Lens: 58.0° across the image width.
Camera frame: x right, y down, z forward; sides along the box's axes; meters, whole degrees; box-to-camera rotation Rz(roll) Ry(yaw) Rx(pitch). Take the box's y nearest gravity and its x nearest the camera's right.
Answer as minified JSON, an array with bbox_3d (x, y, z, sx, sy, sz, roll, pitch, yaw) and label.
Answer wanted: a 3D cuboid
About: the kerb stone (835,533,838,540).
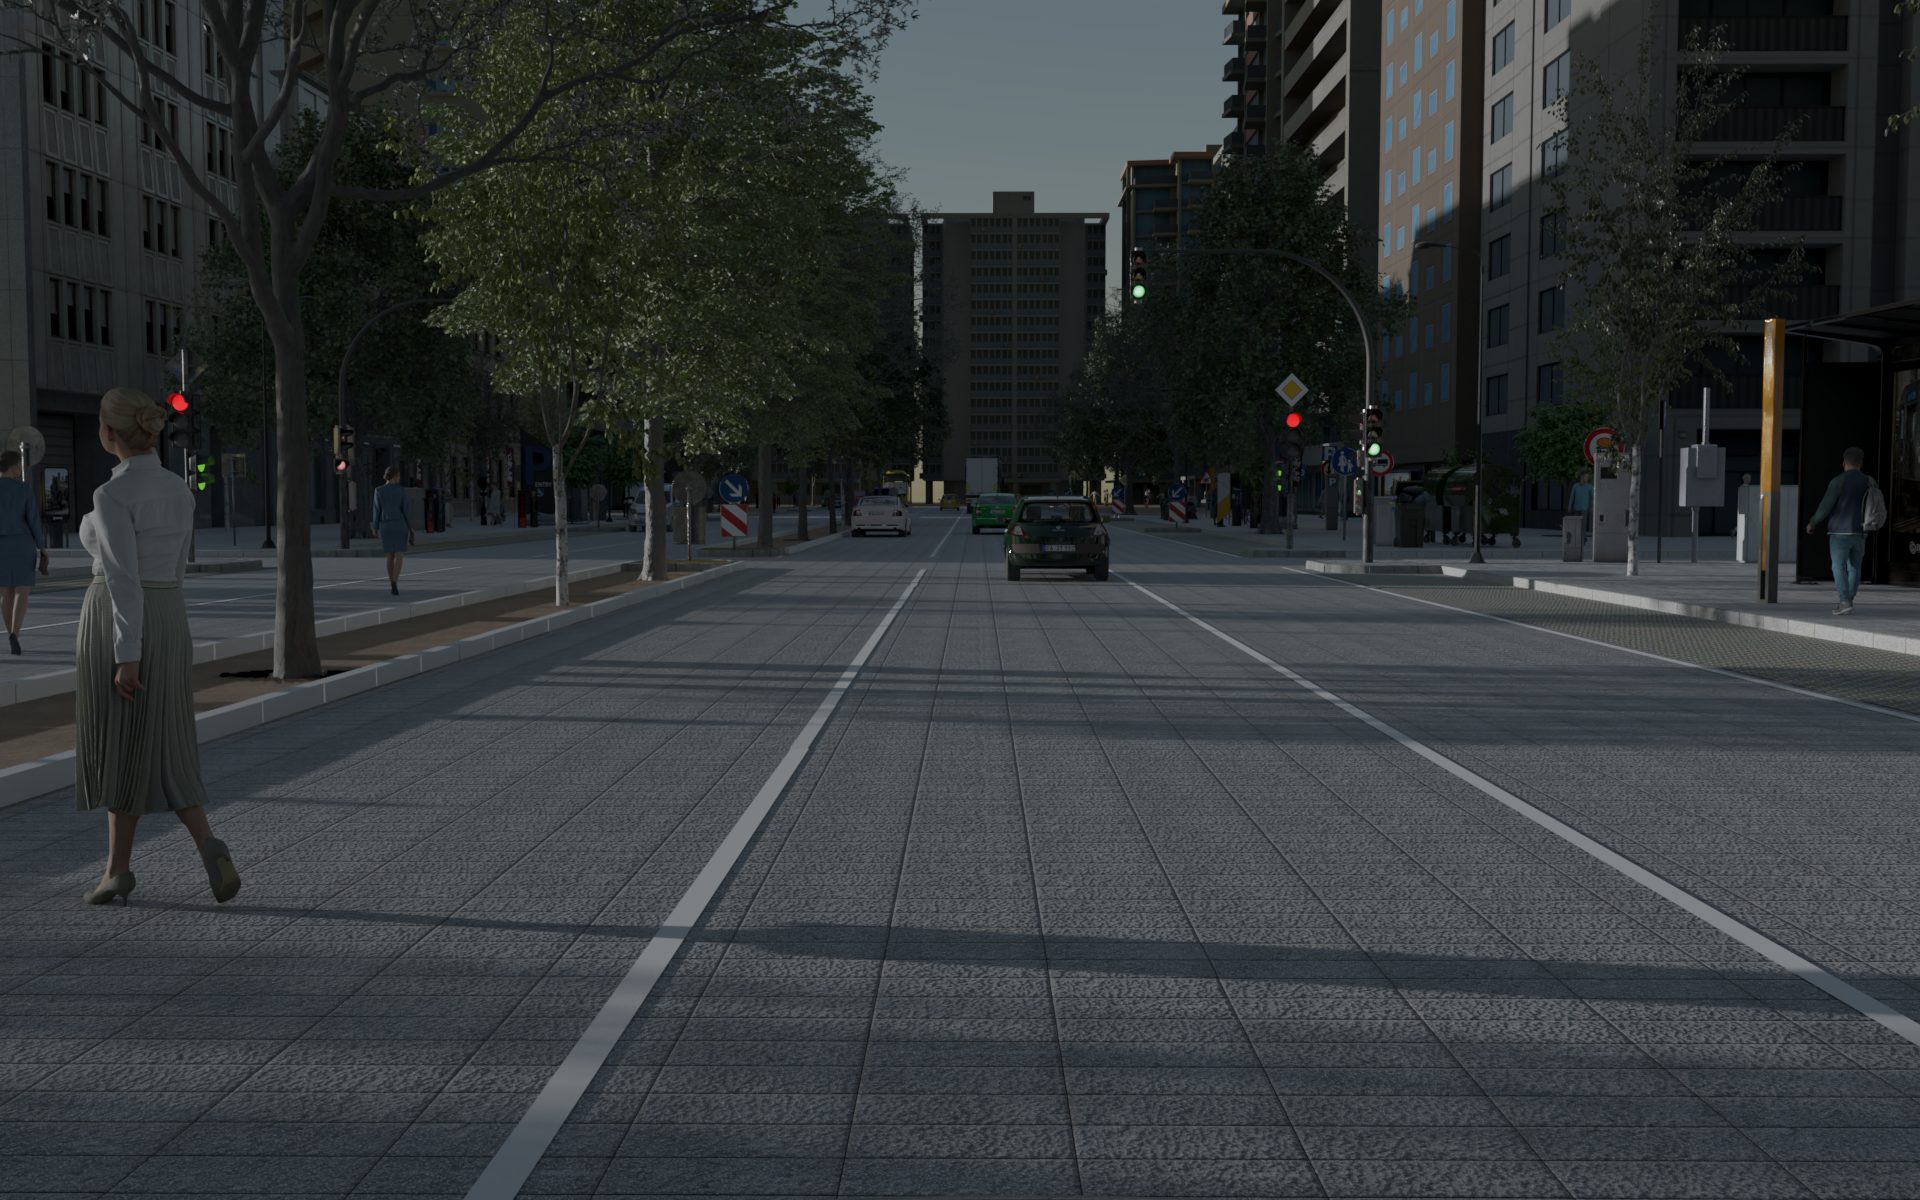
[{"bbox_3d":[-3.987,-1.937,53.864,0.120,0.150,1.000,0,4,1],"label":"kerb stone"}]

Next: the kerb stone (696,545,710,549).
[{"bbox_3d":[-6.195,-1.185,41.563,0.120,0.150,1.000,0,4,1],"label":"kerb stone"}]

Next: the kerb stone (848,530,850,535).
[{"bbox_3d":[-3.940,-2.251,59.001,0.120,0.150,1.000,0,4,1],"label":"kerb stone"}]

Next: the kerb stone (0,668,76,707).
[{"bbox_3d":[-6.473,0.608,12.282,0.120,0.150,1.000,0,4,1],"label":"kerb stone"}]

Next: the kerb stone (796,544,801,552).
[{"bbox_3d":[-4.091,-1.242,42.565,0.120,0.150,1.000,0,4,1],"label":"kerb stone"}]

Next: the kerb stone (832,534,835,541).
[{"bbox_3d":[-3.995,-1.871,52.837,0.120,0.150,1.000,0,4,1],"label":"kerb stone"}]

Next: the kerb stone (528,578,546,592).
[{"bbox_3d":[-6.344,-0.204,25.606,0.120,0.150,1.000,0,4,1],"label":"kerb stone"}]

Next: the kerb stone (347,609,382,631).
[{"bbox_3d":[-6.417,0.230,18.432,0.120,0.150,1.000,0,4,1],"label":"kerb stone"}]

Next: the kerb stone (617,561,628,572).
[{"bbox_3d":[-6.291,-0.584,31.746,0.120,0.150,1.000,0,4,1],"label":"kerb stone"}]

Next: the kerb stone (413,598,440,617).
[{"bbox_3d":[-6.394,0.105,20.485,0.120,0.150,1.000,0,4,1],"label":"kerb stone"}]

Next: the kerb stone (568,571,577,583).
[{"bbox_3d":[-6.327,-0.334,27.649,0.120,0.150,1.000,0,4,1],"label":"kerb stone"}]

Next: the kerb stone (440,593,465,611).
[{"bbox_3d":[-6.391,0.042,21.507,0.120,0.150,1.000,0,4,1],"label":"kerb stone"}]

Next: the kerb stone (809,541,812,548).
[{"bbox_3d":[-4.062,-1.435,45.654,0.120,0.150,1.000,0,4,1],"label":"kerb stone"}]

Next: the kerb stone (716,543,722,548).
[{"bbox_3d":[-6.185,-1.310,43.608,0.120,0.150,1.000,0,4,1],"label":"kerb stone"}]

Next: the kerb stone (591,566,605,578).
[{"bbox_3d":[-6.306,-0.459,29.703,0.120,0.150,1.000,0,4,1],"label":"kerb stone"}]

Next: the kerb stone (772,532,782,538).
[{"bbox_3d":[-6.055,-2.126,56.963,0.120,0.150,1.000,0,4,1],"label":"kerb stone"}]

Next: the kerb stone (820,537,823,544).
[{"bbox_3d":[-4.031,-1.623,48.728,0.120,0.150,1.000,0,4,1],"label":"kerb stone"}]

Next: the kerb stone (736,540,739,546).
[{"bbox_3d":[-6.156,-1.493,46.692,0.120,0.150,1.000,0,4,1],"label":"kerb stone"}]

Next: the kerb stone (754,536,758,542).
[{"bbox_3d":[-6.112,-1.749,50.798,0.120,0.150,1.000,0,4,1],"label":"kerb stone"}]

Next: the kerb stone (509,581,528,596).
[{"bbox_3d":[-6.355,-0.146,24.583,0.120,0.150,1.000,0,4,1],"label":"kerb stone"}]

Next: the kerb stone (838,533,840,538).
[{"bbox_3d":[-3.978,-2.000,54.893,0.120,0.150,1.000,0,4,1],"label":"kerb stone"}]

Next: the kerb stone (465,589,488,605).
[{"bbox_3d":[-6.374,-0.021,22.538,0.120,0.150,1.000,0,4,1],"label":"kerb stone"}]

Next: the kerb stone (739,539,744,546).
[{"bbox_3d":[-6.143,-1.553,47.714,0.120,0.150,1.000,0,4,1],"label":"kerb stone"}]

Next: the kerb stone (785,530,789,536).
[{"bbox_3d":[-6.042,-2.252,59.010,0.120,0.150,1.000,0,4,1],"label":"kerb stone"}]

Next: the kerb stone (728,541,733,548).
[{"bbox_3d":[-6.161,-1.432,45.660,0.120,0.150,1.000,0,4,1],"label":"kerb stone"}]

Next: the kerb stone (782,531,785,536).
[{"bbox_3d":[-6.052,-2.189,57.987,0.120,0.150,1.000,0,4,1],"label":"kerb stone"}]

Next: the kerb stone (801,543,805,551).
[{"bbox_3d":[-4.071,-1.302,43.596,0.120,0.150,1.000,0,4,1],"label":"kerb stone"}]

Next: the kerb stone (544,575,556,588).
[{"bbox_3d":[-6.338,-0.271,26.627,0.120,0.150,1.000,0,4,1],"label":"kerb stone"}]

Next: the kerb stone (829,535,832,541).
[{"bbox_3d":[-4.008,-1.811,51.811,0.120,0.150,1.000,0,4,1],"label":"kerb stone"}]

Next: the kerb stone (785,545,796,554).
[{"bbox_3d":[-4.101,-1.183,41.543,0.120,0.150,1.000,0,4,1],"label":"kerb stone"}]

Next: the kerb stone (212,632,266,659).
[{"bbox_3d":[-6.443,0.418,15.359,0.120,0.150,1.000,0,4,1],"label":"kerb stone"}]

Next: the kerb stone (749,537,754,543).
[{"bbox_3d":[-6.127,-1.684,49.771,0.120,0.150,1.000,0,4,1],"label":"kerb stone"}]

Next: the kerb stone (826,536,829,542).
[{"bbox_3d":[-4.014,-1.749,50.789,0.120,0.150,1.000,0,4,1],"label":"kerb stone"}]

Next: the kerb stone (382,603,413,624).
[{"bbox_3d":[-6.402,0.168,19.454,0.120,0.150,1.000,0,4,1],"label":"kerb stone"}]

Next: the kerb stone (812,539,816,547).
[{"bbox_3d":[-4.054,-1.498,46.680,0.120,0.150,1.000,0,4,1],"label":"kerb stone"}]

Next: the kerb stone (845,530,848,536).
[{"bbox_3d":[-3.947,-2.188,57.975,0.120,0.150,1.000,0,4,1],"label":"kerb stone"}]

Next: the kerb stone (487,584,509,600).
[{"bbox_3d":[-6.365,-0.084,23.561,0.120,0.150,1.000,0,4,1],"label":"kerb stone"}]

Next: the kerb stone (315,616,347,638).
[{"bbox_3d":[-6.425,0.293,17.407,0.120,0.150,1.000,0,4,1],"label":"kerb stone"}]

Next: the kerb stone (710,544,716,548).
[{"bbox_3d":[-6.189,-1.243,42.586,0.120,0.150,1.000,0,4,1],"label":"kerb stone"}]

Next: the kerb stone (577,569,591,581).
[{"bbox_3d":[-6.317,-0.396,28.671,0.120,0.150,1.000,0,4,1],"label":"kerb stone"}]

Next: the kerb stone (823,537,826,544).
[{"bbox_3d":[-4.019,-1.685,49.752,0.120,0.150,1.000,0,4,1],"label":"kerb stone"}]

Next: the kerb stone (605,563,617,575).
[{"bbox_3d":[-6.298,-0.522,30.724,0.120,0.150,1.000,0,4,1],"label":"kerb stone"}]

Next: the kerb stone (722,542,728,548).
[{"bbox_3d":[-6.169,-1.372,44.638,0.120,0.150,1.000,0,4,1],"label":"kerb stone"}]

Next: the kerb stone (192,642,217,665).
[{"bbox_3d":[-6.450,0.482,14.326,0.120,0.150,1.000,0,4,1],"label":"kerb stone"}]

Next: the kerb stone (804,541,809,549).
[{"bbox_3d":[-4.064,-1.372,44.622,0.120,0.150,1.000,0,4,1],"label":"kerb stone"}]

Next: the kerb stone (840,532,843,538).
[{"bbox_3d":[-3.968,-2.063,55.920,0.120,0.150,1.000,0,4,1],"label":"kerb stone"}]

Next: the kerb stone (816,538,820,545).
[{"bbox_3d":[-4.043,-1.559,47.702,0.120,0.150,1.000,0,4,1],"label":"kerb stone"}]

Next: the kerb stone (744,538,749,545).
[{"bbox_3d":[-6.127,-1.624,48.748,0.120,0.150,1.000,0,4,1],"label":"kerb stone"}]

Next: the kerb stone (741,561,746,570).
[{"bbox_3d":[-4.177,-0.647,32.767,0.120,0.150,1.000,0,4,1],"label":"kerb stone"}]

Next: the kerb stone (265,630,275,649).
[{"bbox_3d":[-6.435,0.358,16.385,0.120,0.150,1.000,0,4,1],"label":"kerb stone"}]

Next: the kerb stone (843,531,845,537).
[{"bbox_3d":[-3.954,-2.122,56.942,0.120,0.150,1.000,0,4,1],"label":"kerb stone"}]
